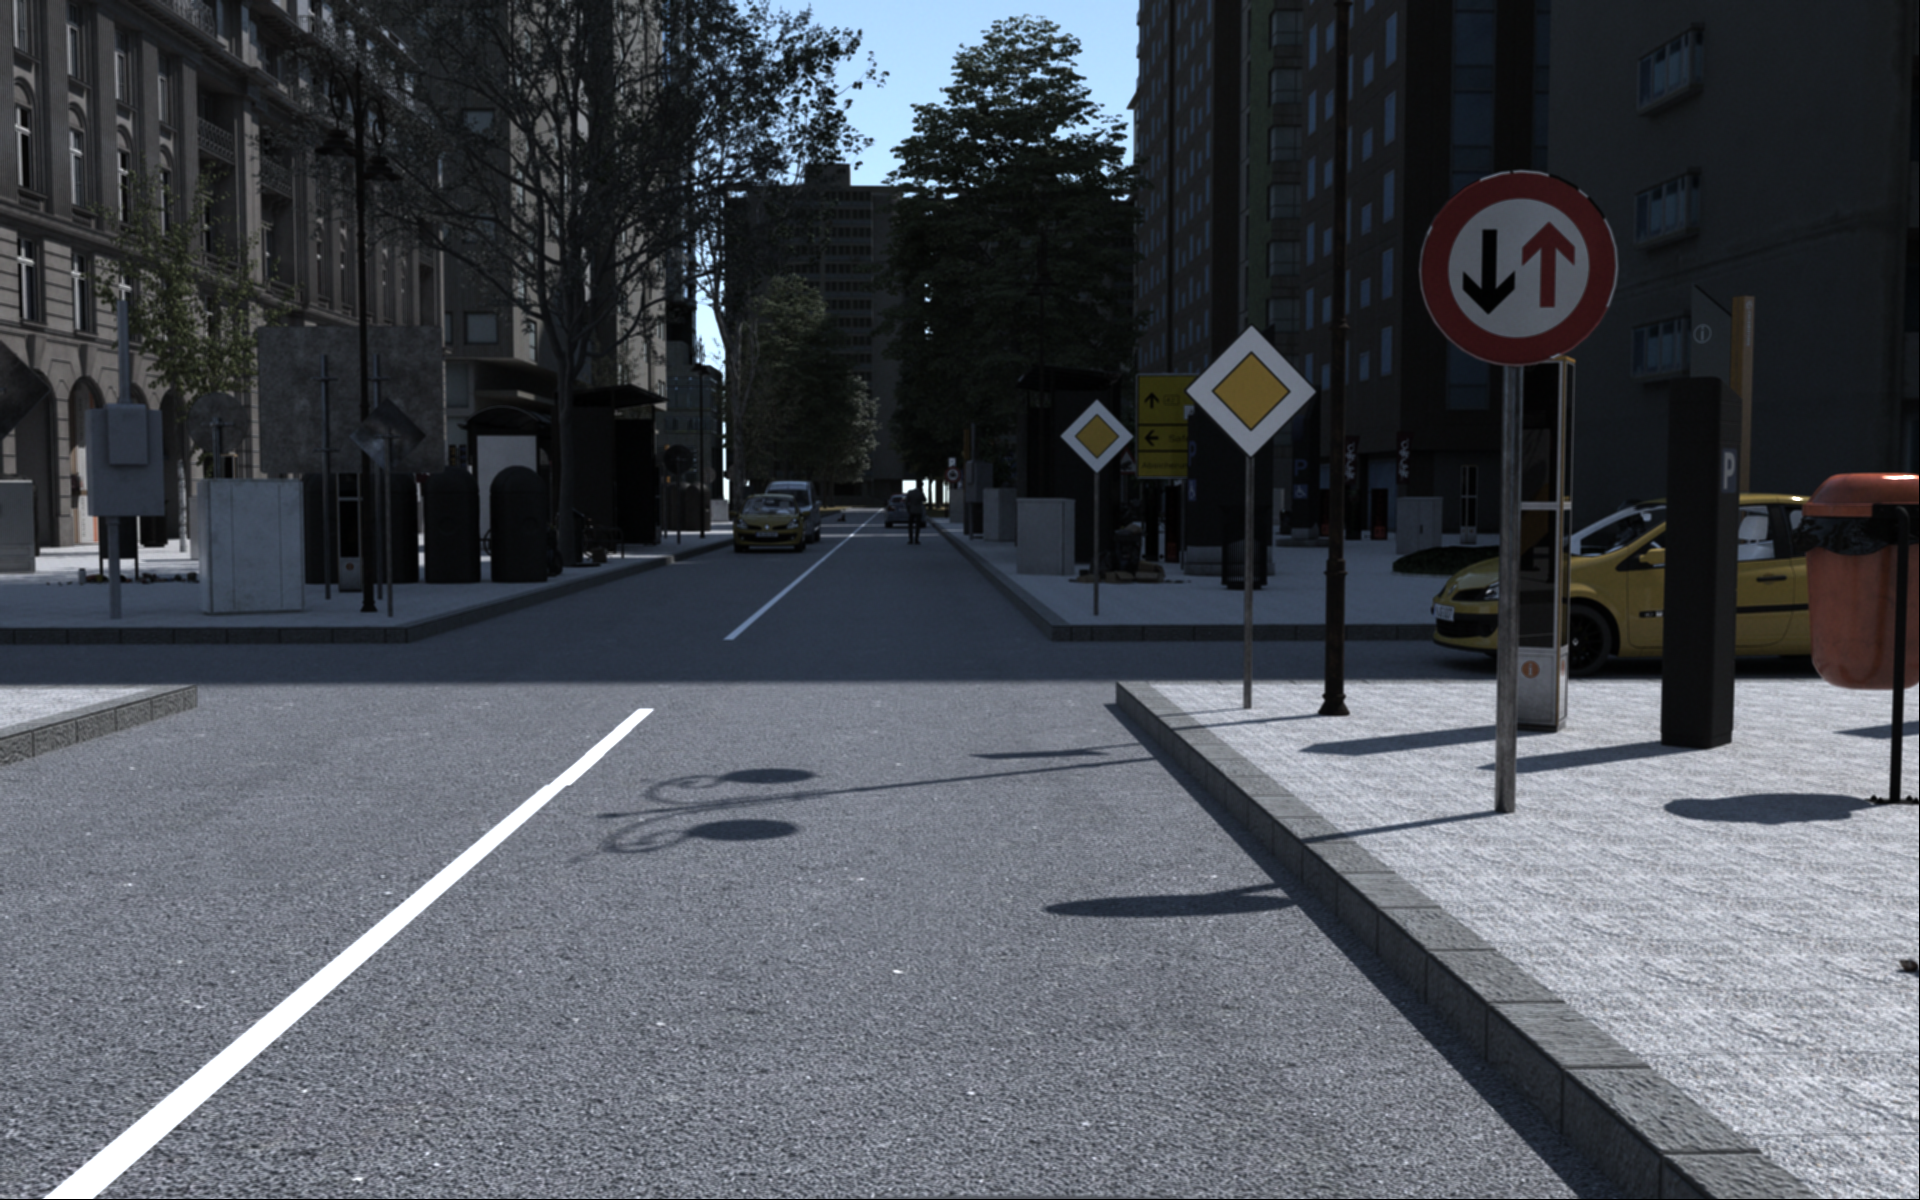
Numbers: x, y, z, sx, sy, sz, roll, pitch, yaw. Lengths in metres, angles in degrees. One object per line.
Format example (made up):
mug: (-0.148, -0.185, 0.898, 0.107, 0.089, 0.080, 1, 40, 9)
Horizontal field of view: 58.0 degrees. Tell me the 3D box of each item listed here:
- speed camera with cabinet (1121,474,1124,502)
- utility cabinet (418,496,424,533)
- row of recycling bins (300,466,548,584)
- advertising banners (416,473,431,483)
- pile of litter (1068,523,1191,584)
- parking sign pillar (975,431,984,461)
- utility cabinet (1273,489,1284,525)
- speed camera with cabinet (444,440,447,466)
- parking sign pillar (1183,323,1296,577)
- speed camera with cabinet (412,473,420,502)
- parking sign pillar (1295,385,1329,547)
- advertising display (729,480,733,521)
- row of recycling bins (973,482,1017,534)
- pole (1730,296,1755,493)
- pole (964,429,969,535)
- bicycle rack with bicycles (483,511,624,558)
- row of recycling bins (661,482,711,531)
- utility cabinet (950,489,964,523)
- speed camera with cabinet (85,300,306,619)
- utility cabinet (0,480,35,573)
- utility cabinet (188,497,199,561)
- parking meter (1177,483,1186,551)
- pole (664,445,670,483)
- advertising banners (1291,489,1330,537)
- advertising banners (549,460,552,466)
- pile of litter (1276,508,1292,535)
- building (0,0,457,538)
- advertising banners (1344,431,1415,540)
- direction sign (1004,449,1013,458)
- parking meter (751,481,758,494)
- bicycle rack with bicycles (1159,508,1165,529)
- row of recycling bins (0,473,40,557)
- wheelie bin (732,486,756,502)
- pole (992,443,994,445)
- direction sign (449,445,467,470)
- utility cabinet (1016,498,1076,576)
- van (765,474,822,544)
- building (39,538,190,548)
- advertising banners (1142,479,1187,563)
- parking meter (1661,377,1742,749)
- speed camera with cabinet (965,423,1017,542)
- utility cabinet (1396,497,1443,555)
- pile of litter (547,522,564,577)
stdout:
speed camera with cabinet: (3.896, -3.312, 48.488, 0.660, 3.252, 2.038, -1, 4, -21)
utility cabinet: (-17.926, -2.794, 56.848, 1.020, 1.237, 0.306, 2, 4, 34)
row of recycling bins: (-7.782, -1.102, 25.130, 3.534, 1.692, 1.069, 0, 4, -6)
advertising banners: (-13.524, -2.771, 41.492, 2.074, 3.025, 0.090, -3, 5, -41)
pile of litter: (2.477, -0.687, 25.196, 1.719, 0.858, 1.176, 1, 4, 21)
parking sign pillar: (0.981, -5.309, 75.278, 1.447, 3.967, 1.447, -1, 4, -10)
utility cabinet: (12.711, -3.817, 71.083, 1.173, 1.500, 0.318, 3, 5, 41)
speed camera with cabinet: (-18.528, -4.195, 62.926, 0.660, 3.252, 2.038, -1, 4, -13)
parking sign pillar: (4.288, -2.385, 27.460, 1.447, 3.967, 1.447, -1, 4, -14)
speed camera with cabinet: (-17.311, -3.527, 52.004, 2.038, 3.252, 0.660, 0, 4, -8)
parking sign pillar: (8.448, -3.289, 42.254, 1.447, 3.967, 1.447, 1, 4, 23)
advertising display: (-10.857, -4.699, 82.047, 0.123, 1.923, 0.974, -1, 4, -9)
row of recycling bins: (1.694, -3.078, 57.441, 1.069, 1.692, 3.534, 3, 5, 41)
pole: (8.076, -1.474, 17.950, 0.158, 3.312, 0.155, 0, 3, 0)
pole: (0.207, -3.709, 54.493, 0.158, 3.312, 0.155, 0, 3, 0)
bicycle rack with bicycles: (-8.151, -1.322, 35.003, 2.925, 0.926, 2.852, -2, 4, -28)
row of recycling bins: (-9.803, -3.289, 60.888, 1.069, 1.692, 3.534, -2, 4, -33)
utility cabinet: (0.105, -4.158, 76.657, 1.173, 1.500, 0.318, 3, 4, 36)
speed camera with cabinet: (-8.075, -1.466, 18.308, 2.038, 3.252, 0.660, -2, 4, -33)
utility cabinet: (-15.462, -1.162, 27.670, 1.173, 1.500, 0.318, -2, 4, -29)
utility cabinet: (-14.757, -1.380, 33.721, 0.306, 1.237, 1.020, -2, 4, -33)
parking meter: (5.065, -1.876, 39.086, 0.372, 1.533, 0.369, 0, 3, 0)
pole: (-12.121, -4.765, 71.746, 0.158, 3.312, 0.155, 0, 3, 0)
advertising banners: (10.942, -3.401, 51.796, 2.074, 3.025, 0.090, 0, 4, -5)
advertising banners: (-21.769, -5.720, 89.702, 2.074, 3.025, 0.090, 0, 4, 4)
pile of litter: (10.569, -2.500, 54.845, 1.176, 0.858, 1.719, 1, 4, 17)
building: (-28.727, -13.735, 66.359, 13.314, 21.916, 24.055, 0, 4, -2)
advertising banners: (11.679, -3.188, 48.305, 2.074, 3.025, 0.090, -1, 4, -9)
direction sign: (2.407, -5.851, 87.656, 0.379, 3.537, 0.876, 3, 5, 41)
parking meter: (-9.436, -4.522, 79.642, 0.255, 1.863, 0.399, -1, 4, -17)
bicycle rack with bicycles: (8.184, -3.080, 63.733, 2.925, 0.926, 2.852, 2, 4, 23)
row of recycling bins: (-19.126, -1.653, 34.136, 1.069, 1.692, 3.534, 0, 4, -7)
wheelie bin: (-8.396, -3.621, 67.118, 0.693, 1.594, 0.980, -3, 5, -41)
pole: (1.191, -4.360, 65.135, 0.158, 3.312, 0.155, 0, 3, 0)
direction sign: (-23.070, -5.360, 79.634, 0.876, 3.537, 0.379, 1, 4, 15)
utility cabinet: (1.368, -1.005, 27.599, 0.306, 1.237, 1.020, -3, 5, -45)
van: (-5.053, -2.705, 51.238, 2.013, 2.044, 4.112, 0, 4, -1)
building: (-27.538, -12.268, 42.376, 13.314, 21.916, 24.055, 0, 4, -2)
advertising banners: (3.959, -2.211, 32.339, 0.090, 3.025, 2.074, -2, 4, -24)
parking meter: (3.793, -0.192, 8.858, 0.255, 1.863, 0.399, 3, 5, 42)
speed camera with cabinet: (0.854, -3.264, 47.703, 0.660, 3.252, 2.038, -2, 4, -27)
utility cabinet: (9.615, -1.537, 36.297, 0.306, 1.237, 1.020, -2, 4, -33)
pile of litter: (-6.792, -0.806, 27.142, 1.176, 0.858, 1.719, 1, 4, 11)
